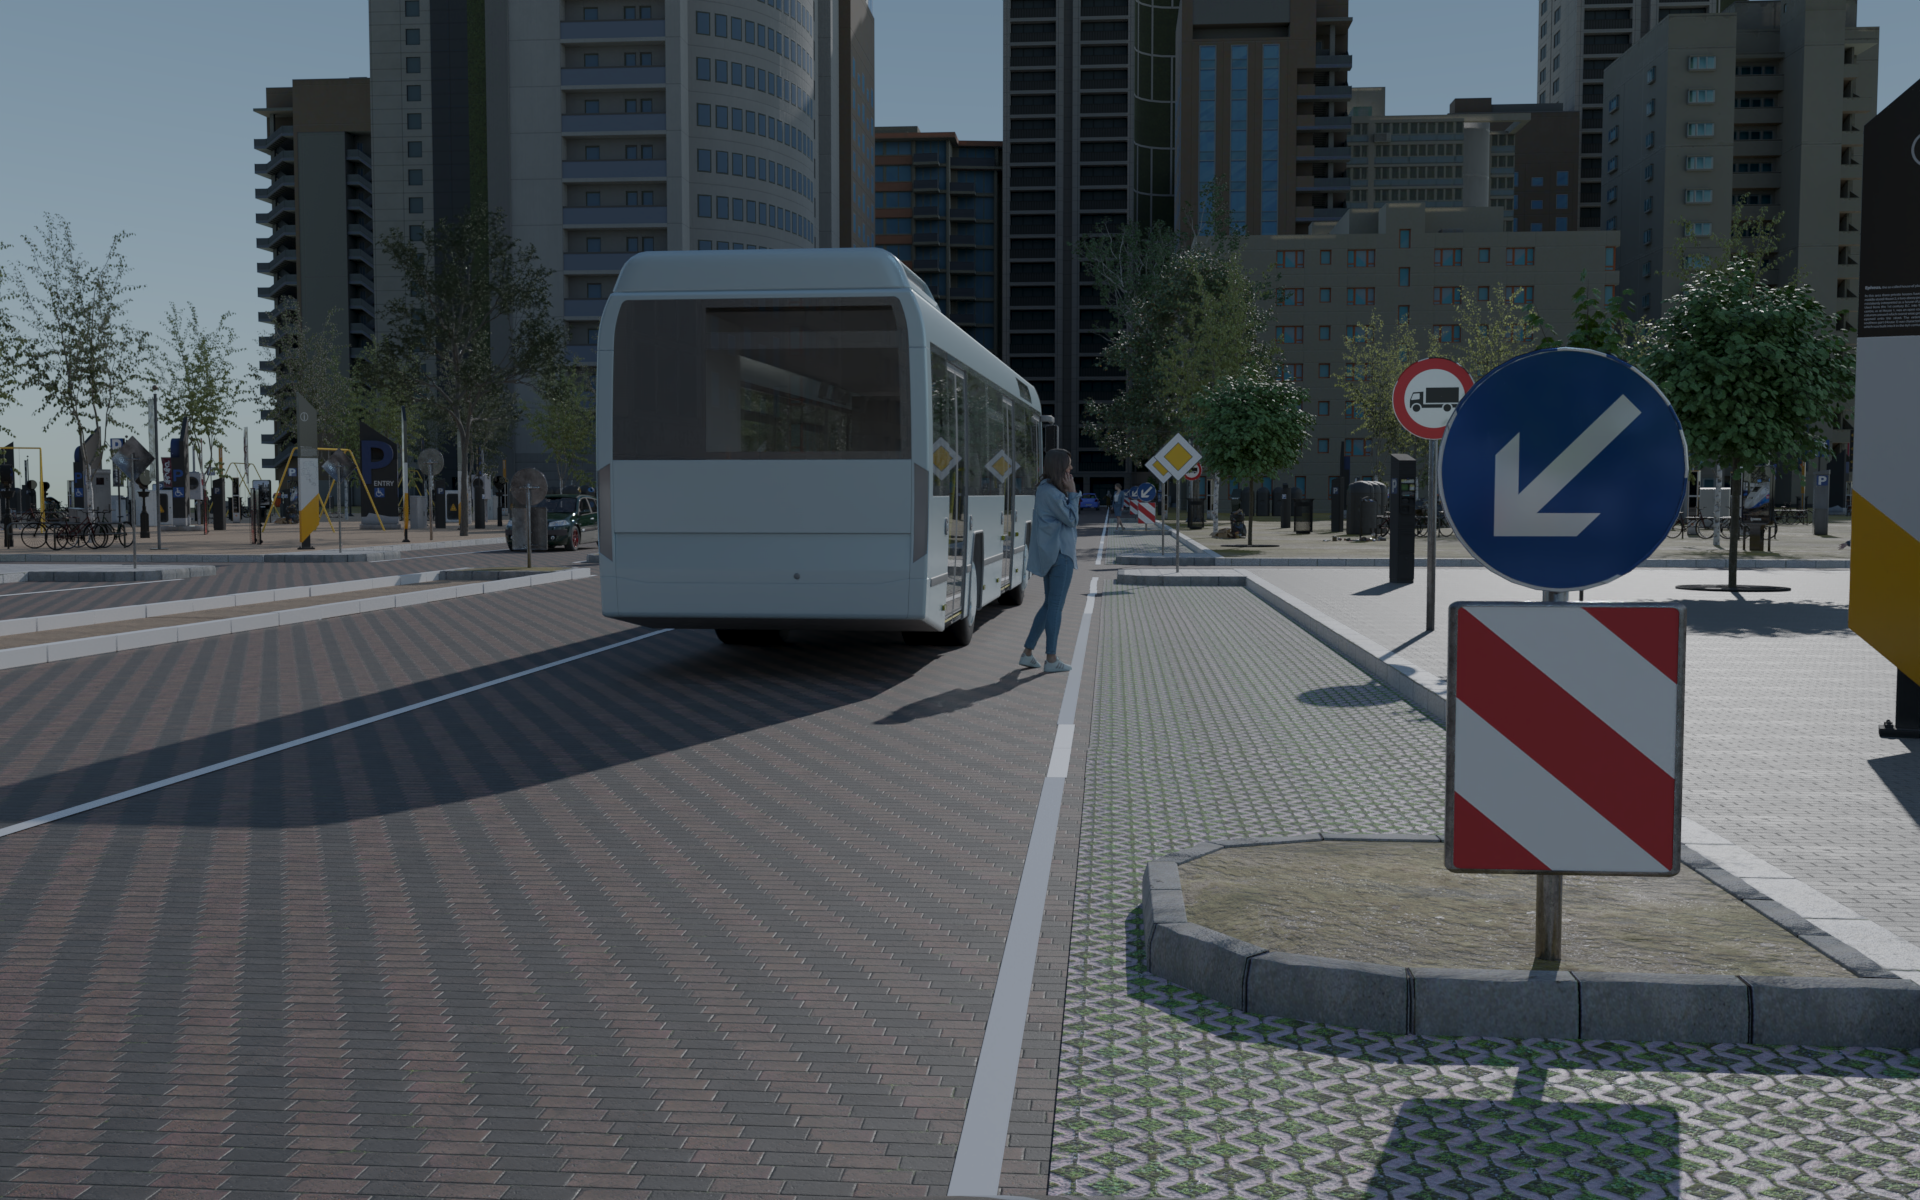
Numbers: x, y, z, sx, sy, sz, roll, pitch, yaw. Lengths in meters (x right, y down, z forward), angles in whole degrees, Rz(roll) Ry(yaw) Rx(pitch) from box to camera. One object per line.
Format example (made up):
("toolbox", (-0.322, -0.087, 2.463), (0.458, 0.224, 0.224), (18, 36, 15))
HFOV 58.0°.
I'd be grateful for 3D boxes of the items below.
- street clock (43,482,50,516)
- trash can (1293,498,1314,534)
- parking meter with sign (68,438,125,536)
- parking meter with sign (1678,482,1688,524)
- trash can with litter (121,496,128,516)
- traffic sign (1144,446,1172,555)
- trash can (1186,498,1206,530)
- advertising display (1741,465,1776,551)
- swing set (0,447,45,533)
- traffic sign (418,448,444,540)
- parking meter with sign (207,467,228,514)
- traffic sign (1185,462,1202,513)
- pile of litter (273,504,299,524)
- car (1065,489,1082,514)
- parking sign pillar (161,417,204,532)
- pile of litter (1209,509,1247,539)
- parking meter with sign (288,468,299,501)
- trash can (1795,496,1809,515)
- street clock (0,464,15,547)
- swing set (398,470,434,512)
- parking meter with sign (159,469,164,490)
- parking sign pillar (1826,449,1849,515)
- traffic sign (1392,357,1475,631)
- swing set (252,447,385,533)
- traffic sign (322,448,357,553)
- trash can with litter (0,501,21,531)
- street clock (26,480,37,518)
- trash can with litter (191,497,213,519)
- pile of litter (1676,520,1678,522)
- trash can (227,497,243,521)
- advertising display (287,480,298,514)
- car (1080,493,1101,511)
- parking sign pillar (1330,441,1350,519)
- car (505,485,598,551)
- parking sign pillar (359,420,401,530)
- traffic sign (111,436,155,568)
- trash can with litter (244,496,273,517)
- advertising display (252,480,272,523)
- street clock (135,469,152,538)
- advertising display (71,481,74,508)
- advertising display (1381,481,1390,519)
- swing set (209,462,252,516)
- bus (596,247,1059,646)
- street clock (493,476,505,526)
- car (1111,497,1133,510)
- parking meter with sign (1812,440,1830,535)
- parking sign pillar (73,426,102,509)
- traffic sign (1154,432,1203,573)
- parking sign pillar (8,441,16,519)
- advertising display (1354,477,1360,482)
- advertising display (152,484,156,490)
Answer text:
("street clock", (-53.306, -5.895, 100.957), (0.471, 2.002, 0.358), (0, 4, 8))
("trash can", (11.069, -2.702, 55.833), (0.748, 1.137, 0.748), (0, 3, 0))
("parking meter with sign", (-26.542, -3.485, 53.236), (0.543, 3.016, 1.738), (1, 4, 23))
("parking meter with sign", (31.781, -4.846, 75.491), (1.738, 3.016, 0.543), (-1, 4, -12))
("trash can with litter", (-48.624, -5.553, 101.851), (2.233, 1.210, 1.678), (-1, 4, -22))
("traffic sign", (4.246, -1.991, 36.194), (0.795, 2.450, 0.064), (0, 4, 5))
("trash can", (8.550, -3.127, 62.773), (0.748, 1.137, 0.748), (0, 3, 0))
("advertising display", (18.070, -2.081, 39.233), (0.123, 1.923, 0.974), (-1, 4, -13))
("swing set", (-32.127, -3.652, 57.333), (3.119, 2.851, 2.862), (-2, 4, -26))
("traffic sign", (-14.672, -2.929, 47.999), (0.768, 2.556, 0.104), (1, 4, 9))
("parking meter with sign", (-47.668, -7.042, 111.399), (1.738, 3.016, 0.543), (2, 4, 34))
("traffic sign", (8.648, -3.949, 64.679), (0.768, 2.556, 0.104), (1, 4, 12))
("pile of litter", (-28.910, -3.682, 74.171), (1.176, 0.858, 1.719), (0, 4, 6))
("car", (7.629, -7.081, 124.451), (2.281, 1.827, 5.304), (0, 4, 3))
("parking sign pillar", (-26.950, -4.368, 59.882), (1.447, 3.967, 1.447), (-1, 4, -17))
("pile of litter", (7.797, -2.220, 50.269), (1.176, 0.858, 1.719), (2, 4, 28))
("parking meter with sign", (-44.378, -7.296, 115.545), (0.543, 3.016, 1.738), (-2, 4, -31))
("trash can", (51.320, -5.745, 105.581), (0.748, 1.137, 0.748), (0, 3, 0))
("street clock", (-23.128, -2.293, 42.064), (0.358, 2.002, 0.471), (-1, 4, -21))
("swing set", (-35.965, -7.093, 113.598), (2.862, 2.851, 3.119), (0, 4, -6))
("parking meter with sign", (-45.277, -6.240, 98.291), (0.543, 3.016, 1.738), (0, 4, -3))
("parking sign pillar", (52.991, -7.103, 104.602), (1.447, 3.967, 1.447), (-1, 4, -21))
("traffic sign", (4.423, -0.985, 16.207), (0.768, 2.556, 0.104), (1, 4, 12))
("swing set", (-21.744, -3.751, 58.956), (2.862, 2.851, 3.119), (1, 4, 16))
("traffic sign", (-13.529, -2.087, 37.763), (0.795, 2.450, 0.064), (0, 4, 5))
("trash can with litter", (-34.311, -3.086, 61.516), (1.678, 1.210, 2.233), (-2, 4, -31))
("street clock", (-47.192, -5.108, 88.083), (0.471, 2.002, 0.358), (-3, 5, -44))
("trash can with litter", (-38.617, -4.716, 88.166), (1.678, 1.210, 2.233), (0, 4, -3))
("pile of litter", (32.476, -3.944, 78.457), (1.176, 0.858, 1.719), (-1, 4, -14))
("trash can", (-34.627, -4.348, 82.737), (0.748, 1.137, 0.748), (0, 3, 0))
("advertising display", (-31.527, -4.687, 81.853), (0.123, 1.923, 0.974), (0, 4, 0))
("car", (11.346, -8.699, 151.812), (1.945, 1.707, 3.694), (0, 4, 7))
("parking sign pillar", (19.802, -6.162, 89.220), (1.447, 3.967, 1.447), (1, 4, 10))
("car", (-10.366, -2.141, 44.792), (2.009, 1.686, 4.222), (0, 4, 6))
("parking sign pillar", (-21.168, -4.566, 63.121), (1.447, 3.967, 1.447), (-1, 4, -16))
("traffic sign", (-14.225, -1.600, 29.808), (0.795, 2.450, 0.064), (0, 4, 5))
("trash can with litter", (-40.241, -5.411, 99.531), (2.233, 1.210, 1.678), (-1, 4, -22))
("advertising display", (-31.278, -4.429, 77.630), (0.974, 1.923, 0.123), (1, 4, 20))
("street clock", (-23.732, -2.802, 50.375), (0.358, 2.002, 0.471), (2, 4, 24))
("advertising display", (-42.250, -4.756, 82.975), (0.974, 1.923, 0.123), (2, 4, 33))
("advertising display", (21.468, -5.061, 87.956), (0.974, 1.923, 0.123), (-3, 4, -38))
("swing set", (-35.953, -5.462, 86.926), (2.862, 2.851, 3.119), (0, 4, -4))
("bus", (-0.722, -1.514, 19.618), (2.948, 3.499, 13.247), (0, 4, 7))
("street clock", (-18.235, -3.915, 68.581), (0.471, 2.002, 0.358), (-1, 4, -18))
("car", (14.205, -8.515, 151.806), (1.945, 1.354, 3.894), (0, 4, 5))
("parking meter with sign", (27.241, -3.582, 54.827), (0.543, 3.016, 1.738), (1, 4, 23))
("parking sign pillar", (-34.358, -4.879, 68.241), (1.447, 3.967, 1.447), (0, 4, 5))
("traffic sign", (3.550, -1.504, 28.239), (0.795, 2.450, 0.064), (0, 4, 5))
("parking sign pillar", (-48.907, -6.101, 88.225), (1.447, 3.967, 1.447), (-3, 4, -38))
("advertising display", (15.021, -3.690, 65.550), (0.123, 1.923, 0.974), (0, 4, 8))
("advertising display", (-49.732, -6.270, 107.725), (0.974, 1.923, 0.123), (0, 4, 4))
